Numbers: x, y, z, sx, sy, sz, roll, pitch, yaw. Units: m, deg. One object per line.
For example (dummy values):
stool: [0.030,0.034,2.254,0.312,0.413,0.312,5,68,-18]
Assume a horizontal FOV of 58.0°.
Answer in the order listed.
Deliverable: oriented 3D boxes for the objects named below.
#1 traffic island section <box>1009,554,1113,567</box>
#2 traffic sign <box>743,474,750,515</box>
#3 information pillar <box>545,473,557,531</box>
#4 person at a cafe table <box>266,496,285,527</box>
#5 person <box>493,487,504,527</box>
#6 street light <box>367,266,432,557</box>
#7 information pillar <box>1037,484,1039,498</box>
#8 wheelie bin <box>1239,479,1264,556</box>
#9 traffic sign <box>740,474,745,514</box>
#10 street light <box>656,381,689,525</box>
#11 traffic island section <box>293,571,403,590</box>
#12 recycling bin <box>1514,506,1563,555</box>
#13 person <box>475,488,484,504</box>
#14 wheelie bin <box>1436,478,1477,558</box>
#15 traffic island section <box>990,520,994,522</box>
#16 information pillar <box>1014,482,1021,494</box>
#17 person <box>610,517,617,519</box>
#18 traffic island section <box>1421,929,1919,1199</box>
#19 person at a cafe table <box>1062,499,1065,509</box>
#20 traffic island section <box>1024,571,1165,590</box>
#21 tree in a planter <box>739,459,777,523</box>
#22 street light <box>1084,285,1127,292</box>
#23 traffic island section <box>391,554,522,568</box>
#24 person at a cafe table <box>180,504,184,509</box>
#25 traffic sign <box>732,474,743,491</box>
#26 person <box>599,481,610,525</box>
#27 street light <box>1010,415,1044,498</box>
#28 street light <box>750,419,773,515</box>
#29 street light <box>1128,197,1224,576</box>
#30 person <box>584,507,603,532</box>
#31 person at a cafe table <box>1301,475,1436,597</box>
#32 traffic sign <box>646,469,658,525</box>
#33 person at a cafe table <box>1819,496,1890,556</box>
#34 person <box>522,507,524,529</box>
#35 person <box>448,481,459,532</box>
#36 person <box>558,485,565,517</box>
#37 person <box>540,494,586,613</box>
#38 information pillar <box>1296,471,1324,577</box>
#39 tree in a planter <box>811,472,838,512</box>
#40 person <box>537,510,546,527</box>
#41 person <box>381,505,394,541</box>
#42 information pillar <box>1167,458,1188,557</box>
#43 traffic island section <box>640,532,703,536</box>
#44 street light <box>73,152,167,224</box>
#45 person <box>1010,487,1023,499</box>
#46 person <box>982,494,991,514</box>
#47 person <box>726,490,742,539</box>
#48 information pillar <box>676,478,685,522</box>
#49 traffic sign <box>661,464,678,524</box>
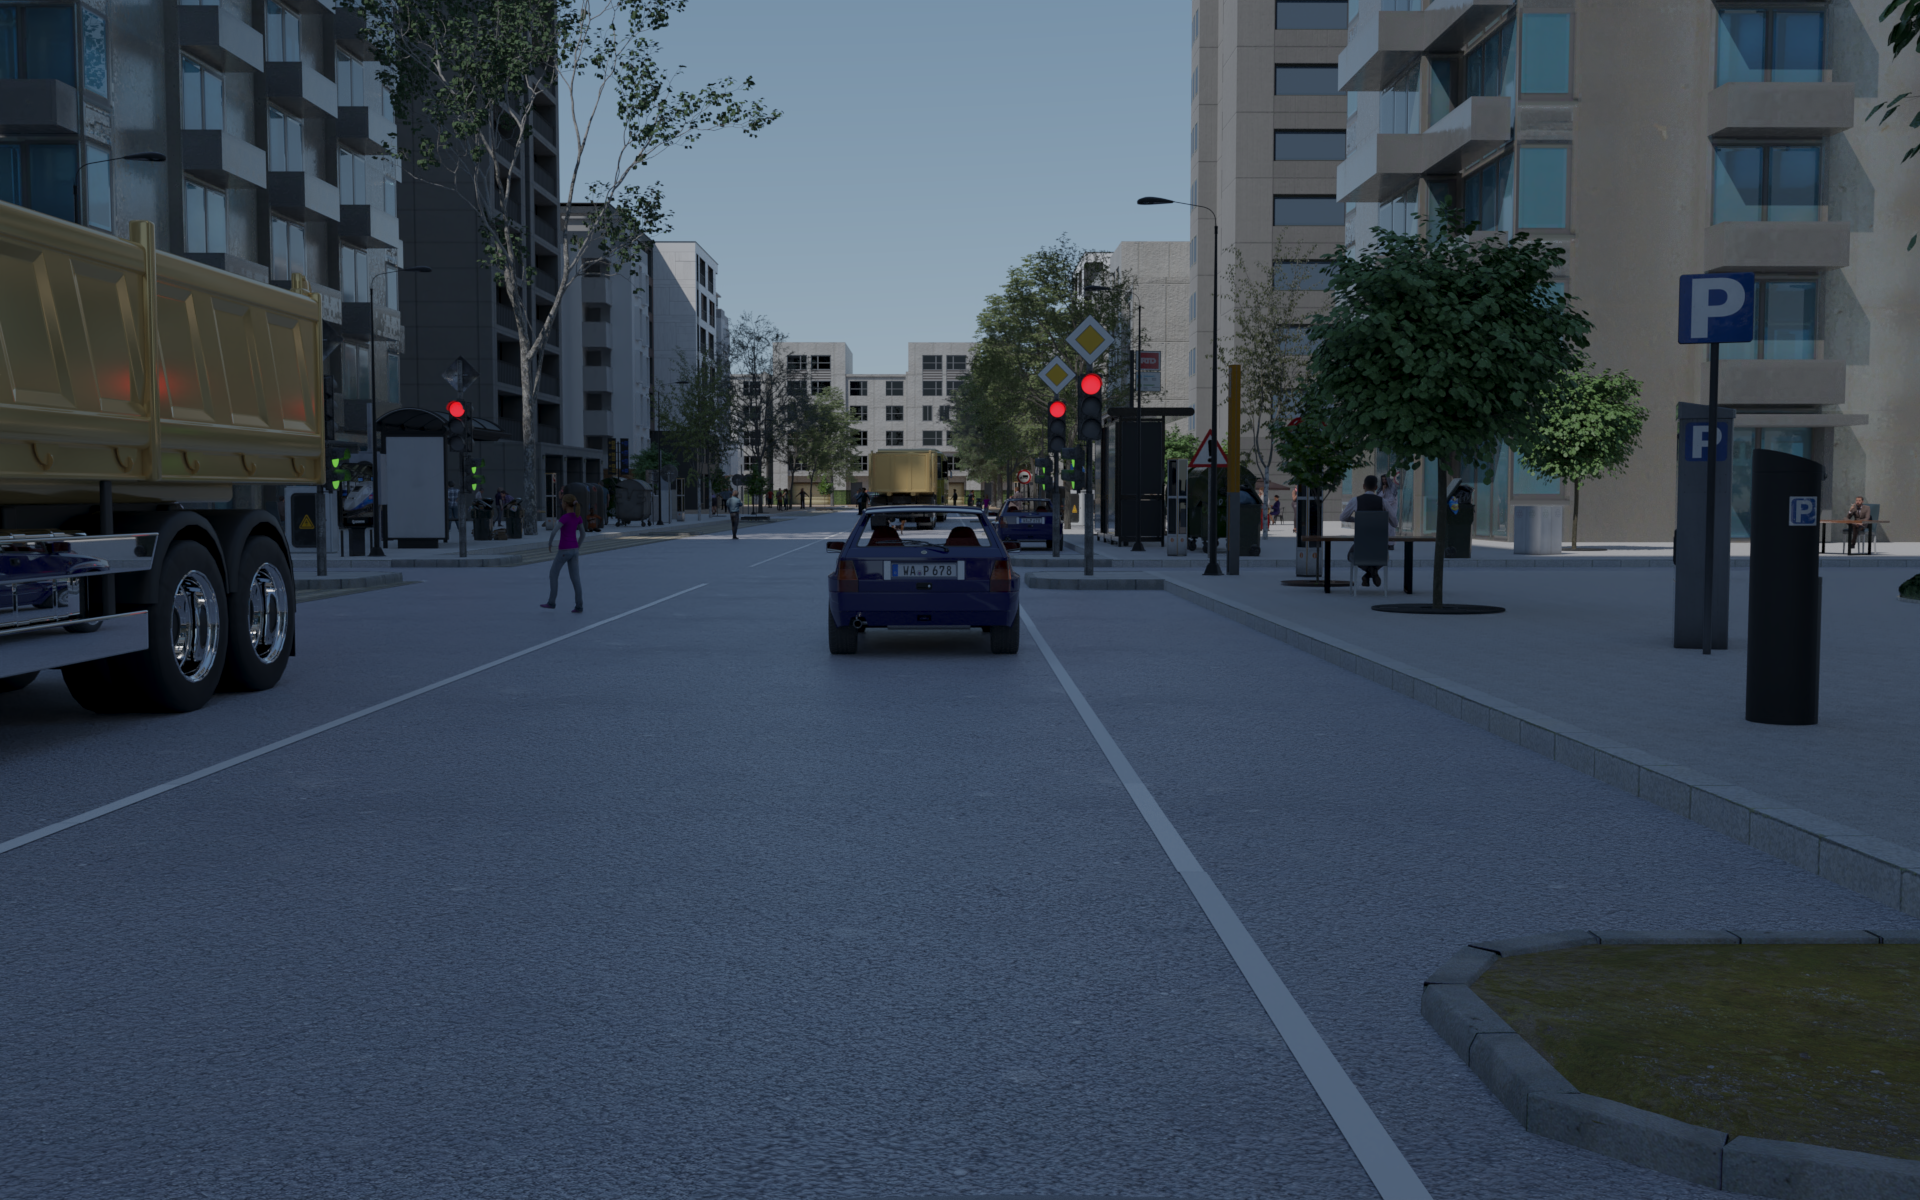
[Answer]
traffic island section: [1.981,-0.797,35.316,2.009,0.180,2.903,0,4,-1]
traffic sign: [-13.267,-6.631,108.529,0.768,2.556,0.104,0,4,8]
information pillar: [-14.423,-3.459,61.049,0.304,2.012,0.304,1,4,9]
person at a cafe table: [-18.902,-2.342,49.153,1.698,1.238,1.726,1,4,23]
person: [-18.158,-3.658,68.061,0.471,1.553,0.569,0,4,-5]
street light: [-11.455,-3.848,35.449,1.470,5.913,1.316,0,4,-1]
information pillar: [4.148,-5.139,88.519,0.304,2.012,0.304,-1,4,-21]
wheelie bin: [5.923,-1.707,35.819,0.693,1.594,0.980,1,4,10]
traffic sign: [-13.674,-6.671,109.067,0.884,2.594,0.081,0,4,4]
street light: [-11.815,-6.032,71.163,1.470,5.913,1.316,0,4,-1]
traffic island section: [-10.046,-0.302,27.225,2.009,0.180,2.903,0,4,-1]
recycling bin: [12.277,-1.482,36.792,0.722,1.027,0.722,-2,4,-30]
person: [-21.616,-4.265,77.989,0.590,1.554,0.614,-1,4,-21]
wheelie bin: [9.962,-1.642,34.755,0.693,1.594,0.980,0,4,2]
traffic island section: [1.493,-3.973,87.831,1.991,0.108,1.994,0,4,-1]
information pillar: [3.474,-6.118,104.517,0.304,2.012,0.304,-3,5,-42]
person: [-17.788,-4.977,89.370,0.963,1.587,0.435,2,4,32]
traffic island section: [2.263,1.131,4.380,1.991,0.108,1.994,0,4,-1]
person at a cafe table: [5.674,-4.325,81.582,1.726,1.238,1.698,-1,4,-21]
traffic island section: [2.055,-0.309,27.331,2.009,0.180,2.903,0,4,-1]
tree in a planter: [-10.281,-5.507,87.254,1.991,3.239,1.994,0,4,-1]
street light: [3.461,-4.047,38.709,1.470,5.913,1.316,0,4,-1]
traffic island section: [-10.120,-0.791,35.210,2.009,0.180,2.903,0,4,-1]
person at a cafe table: [-17.017,-1.797,37.895,1.622,1.524,1.698,0,4,7]
traffic sign: [-13.989,-6.650,108.825,0.768,2.556,0.104,1,4,9]
person: [-14.655,-3.962,70.948,0.598,1.807,0.434,-2,4,-35]
street light: [3.001,-6.215,74.158,1.470,5.913,1.316,0,4,-1]
street light: [-12.235,-8.219,106.914,1.470,5.913,1.316,0,4,-1]
street light: [3.462,-3.344,27.217,1.470,5.913,1.316,0,4,-1]
person: [-12.308,-2.687,58.256,0.859,0.850,0.655,-2,4,-26]
person at a cafe table: [5.261,-0.841,22.260,1.698,1.524,1.622,1,4,11]
traffic sign: [-12.772,-4.277,72.051,0.606,2.300,0.079,0,4,4]
person at a cafe table: [18.893,-1.592,36.886,1.726,1.238,1.698,-2,4,-31]
person: [-15.442,-2.910,61.547,0.695,0.859,0.347,-1,4,-23]
person: [-17.230,-3.180,58.766,0.841,1.734,0.376,-2,4,-27]
person: [-16.494,-3.950,72.088,0.415,1.643,0.593,-3,4,-36]
person: [-4.825,-0.556,20.823,0.776,1.435,0.726,2,4,28]
information pillar: [5.403,-1.361,26.747,0.304,2.012,0.304,-2,4,-24]
tree in a planter: [-10.741,-8.581,137.520,1.991,3.239,1.994,0,4,-1]
person: [-16.237,-3.298,67.891,0.695,0.859,0.347,0,4,4]
person: [-15.619,-2.500,47.446,0.750,1.759,0.617,1,4,12]
information pillar: [4.480,-1.908,35.693,0.304,2.012,0.304,-3,4,-39]
traffic island section: [-10.020,-2.296,60.407,1.991,0.108,1.994,0,4,-1]
street light: [-11.469,-3.126,23.659,1.470,5.913,1.316,0,4,-1]
person: [2.231,-3.631,68.683,0.655,1.722,0.431,-3,5,-42]
person: [1.217,-4.416,83.933,0.726,1.435,0.776,2,4,25]
person: [-7.146,-2.701,54.872,0.429,1.552,0.499,-3,5,-39]
information pillar: [-13.074,-4.680,81.013,0.304,2.012,0.304,1,4,13]
traffic sign: [-12.498,-4.546,74.439,0.768,2.556,0.104,0,4,5]
